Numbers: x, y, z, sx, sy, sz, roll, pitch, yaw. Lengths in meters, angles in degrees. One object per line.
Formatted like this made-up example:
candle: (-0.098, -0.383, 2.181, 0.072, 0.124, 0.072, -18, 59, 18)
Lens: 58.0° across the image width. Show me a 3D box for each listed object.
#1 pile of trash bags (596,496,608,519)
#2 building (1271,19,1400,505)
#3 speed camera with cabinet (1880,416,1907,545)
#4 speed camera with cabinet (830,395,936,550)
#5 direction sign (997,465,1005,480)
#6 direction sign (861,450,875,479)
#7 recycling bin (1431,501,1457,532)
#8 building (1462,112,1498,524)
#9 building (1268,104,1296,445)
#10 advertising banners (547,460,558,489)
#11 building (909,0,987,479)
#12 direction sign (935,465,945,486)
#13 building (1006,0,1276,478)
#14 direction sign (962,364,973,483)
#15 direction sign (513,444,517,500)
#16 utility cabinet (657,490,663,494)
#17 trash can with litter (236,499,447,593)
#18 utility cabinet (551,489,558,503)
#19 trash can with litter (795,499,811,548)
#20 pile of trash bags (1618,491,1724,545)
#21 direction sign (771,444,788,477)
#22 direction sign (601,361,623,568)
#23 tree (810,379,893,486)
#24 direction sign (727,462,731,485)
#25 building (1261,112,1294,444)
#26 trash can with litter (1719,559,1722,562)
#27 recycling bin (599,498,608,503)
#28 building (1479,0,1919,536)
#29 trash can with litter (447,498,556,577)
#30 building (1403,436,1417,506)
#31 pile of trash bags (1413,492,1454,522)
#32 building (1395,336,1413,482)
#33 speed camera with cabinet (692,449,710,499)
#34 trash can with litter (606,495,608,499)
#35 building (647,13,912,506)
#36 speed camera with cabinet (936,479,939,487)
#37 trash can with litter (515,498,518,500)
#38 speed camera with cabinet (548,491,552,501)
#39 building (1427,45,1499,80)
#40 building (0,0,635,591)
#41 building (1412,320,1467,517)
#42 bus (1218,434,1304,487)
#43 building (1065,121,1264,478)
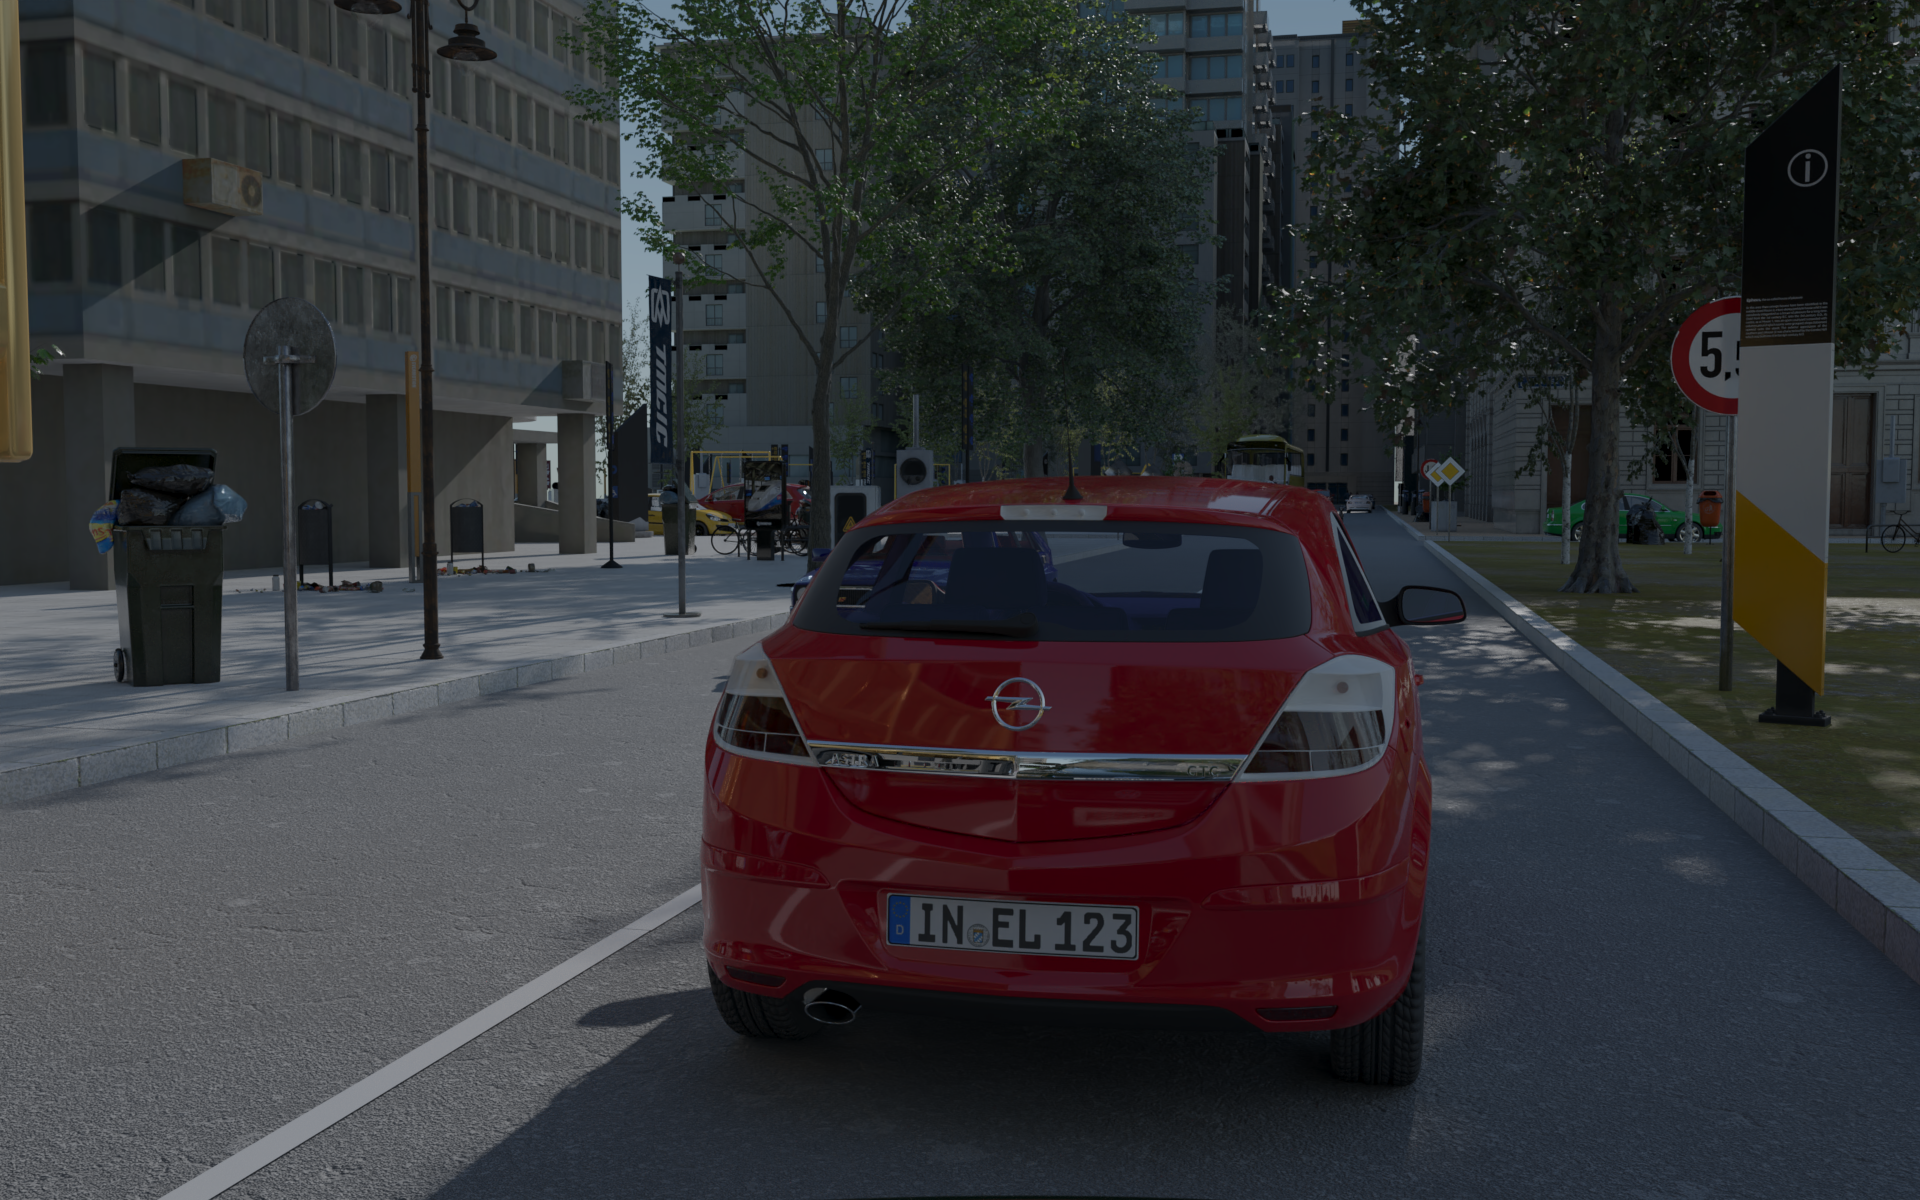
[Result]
pile of trash bags: (-17.652, -4.664, 86.013, 3.447, 1.369, 1.912, -2, 4, -26)
building: (41.276, -41.533, 221.071, 28.212, 58.520, 21.231, 1, 4, 13)
speed camera with cabinet: (24.181, -3.008, 43.519, 2.038, 3.252, 0.660, 2, 4, 30)
speed camera with cabinet: (-1.577, -2.452, 34.433, 2.038, 3.252, 0.660, 0, 4, 6)
direction sign: (3.151, -8.690, 134.079, 0.876, 3.537, 0.379, -3, 4, -38)
direction sign: (-4.738, -5.950, 89.287, 0.876, 3.537, 0.379, 2, 4, 34)
recycling bin: (16.541, -2.852, 59.180, 0.722, 1.027, 0.722, 0, 4, 2)
building: (31.415, -14.818, 84.073, 13.314, 21.916, 24.055, 1, 4, 13)
building: (30.505, -33.449, 197.008, 14.200, 45.320, 14.600, 1, 4, 13)
advertising banners: (-20.731, -5.720, 89.716, 2.074, 3.025, 0.090, -3, 5, -43)
building: (8.884, -40.122, 197.990, 28.212, 58.520, 21.231, 1, 4, 13)
direction sign: (-1.522, -8.588, 132.418, 0.876, 3.537, 0.379, -1, 4, -23)
building: (17.514, -33.104, 160.859, 23.786, 49.044, 30.456, 1, 4, 13)
direction sign: (0.132, -2.359, 30.574, 0.379, 3.537, 0.876, 1, 4, 12)
direction sign: (-17.723, -4.699, 68.829, 0.379, 3.537, 0.876, 3, 5, 41)
utility cabinet: (-15.888, -5.240, 94.351, 1.173, 1.500, 0.318, -2, 4, -27)
trash can with litter: (-8.277, -0.722, 22.860, 2.233, 1.210, 1.678, 1, 4, 22)
utility cabinet: (-17.731, -4.125, 76.124, 0.318, 1.500, 1.173, -1, 4, -18)
trash can with litter: (-3.330, -1.810, 40.983, 1.055, 1.170, 0.624, -1, 4, -18)
pile of trash bags: (17.714, -2.121, 44.433, 3.447, 1.369, 1.912, 2, 4, 28)
direction sign: (-8.207, -5.315, 78.902, 0.876, 3.537, 0.379, 1, 4, 23)
direction sign: (-6.040, -2.320, 29.929, 0.379, 3.537, 0.876, 0, 4, -5)
tree: (-7.173, -9.801, 110.600, 4.737, 8.622, 4.395, 0, 3, 0)
direction sign: (-16.574, -8.092, 124.294, 0.379, 3.537, 0.876, 1, 4, 11)
building: (27.384, -30.461, 181.623, 14.154, 41.232, 14.086, 1, 4, 13)
trash can with litter: (14.048, -1.182, 30.710, 1.055, 1.170, 0.624, 3, 5, 40)
recycling bin: (-20.476, -5.277, 98.831, 0.722, 1.027, 0.722, 3, 5, 44)
building: (28.353, -13.519, 57.195, 21.152, 22.565, 11.583, 1, 4, 13)
trash can with litter: (-7.551, -1.037, 28.005, 2.233, 1.210, 1.678, -2, 4, -33)
building: (58.447, -53.044, 179.933, 22.319, 86.520, 31.000, 1, 4, 13)
pile of trash bags: (21.703, -4.264, 79.475, 1.912, 1.369, 3.447, 2, 4, 24)
building: (61.237, -32.446, 214.089, 14.086, 41.232, 14.154, 1, 4, 13)
speed camera with cabinet: (-10.911, -5.072, 77.260, 2.038, 3.252, 0.660, -2, 4, -26)
trash can with litter: (-28.439, -7.928, 140.677, 2.233, 1.210, 1.678, 3, 5, 43)
building: (-19.149, -37.392, 200.603, 27.495, 52.752, 28.713, 1, 4, 13)
speed camera with cabinet: (-2.359, -6.900, 107.152, 2.038, 3.252, 0.660, 1, 4, 18)
trash can with litter: (-16.612, -3.209, 63.851, 1.055, 1.170, 0.624, -2, 4, -30)
speed camera with cabinet: (-20.788, -5.718, 87.820, 2.038, 3.252, 0.660, 1, 4, 19)
building: (42.710, -27.506, 133.322, 14.154, 41.232, 14.086, 1, 4, 13)
building: (-20.099, -20.884, 33.335, 23.993, 40.220, 32.217, 1, 4, 13)
building: (36.750, -17.840, 110.745, 14.314, 24.678, 30.058, 1, 4, 13)
bus: (13.234, -5.094, 74.835, 2.896, 3.916, 12.252, 1, 4, 15)
building: (16.529, -22.399, 137.920, 14.160, 30.474, 14.107, 1, 4, 13)
